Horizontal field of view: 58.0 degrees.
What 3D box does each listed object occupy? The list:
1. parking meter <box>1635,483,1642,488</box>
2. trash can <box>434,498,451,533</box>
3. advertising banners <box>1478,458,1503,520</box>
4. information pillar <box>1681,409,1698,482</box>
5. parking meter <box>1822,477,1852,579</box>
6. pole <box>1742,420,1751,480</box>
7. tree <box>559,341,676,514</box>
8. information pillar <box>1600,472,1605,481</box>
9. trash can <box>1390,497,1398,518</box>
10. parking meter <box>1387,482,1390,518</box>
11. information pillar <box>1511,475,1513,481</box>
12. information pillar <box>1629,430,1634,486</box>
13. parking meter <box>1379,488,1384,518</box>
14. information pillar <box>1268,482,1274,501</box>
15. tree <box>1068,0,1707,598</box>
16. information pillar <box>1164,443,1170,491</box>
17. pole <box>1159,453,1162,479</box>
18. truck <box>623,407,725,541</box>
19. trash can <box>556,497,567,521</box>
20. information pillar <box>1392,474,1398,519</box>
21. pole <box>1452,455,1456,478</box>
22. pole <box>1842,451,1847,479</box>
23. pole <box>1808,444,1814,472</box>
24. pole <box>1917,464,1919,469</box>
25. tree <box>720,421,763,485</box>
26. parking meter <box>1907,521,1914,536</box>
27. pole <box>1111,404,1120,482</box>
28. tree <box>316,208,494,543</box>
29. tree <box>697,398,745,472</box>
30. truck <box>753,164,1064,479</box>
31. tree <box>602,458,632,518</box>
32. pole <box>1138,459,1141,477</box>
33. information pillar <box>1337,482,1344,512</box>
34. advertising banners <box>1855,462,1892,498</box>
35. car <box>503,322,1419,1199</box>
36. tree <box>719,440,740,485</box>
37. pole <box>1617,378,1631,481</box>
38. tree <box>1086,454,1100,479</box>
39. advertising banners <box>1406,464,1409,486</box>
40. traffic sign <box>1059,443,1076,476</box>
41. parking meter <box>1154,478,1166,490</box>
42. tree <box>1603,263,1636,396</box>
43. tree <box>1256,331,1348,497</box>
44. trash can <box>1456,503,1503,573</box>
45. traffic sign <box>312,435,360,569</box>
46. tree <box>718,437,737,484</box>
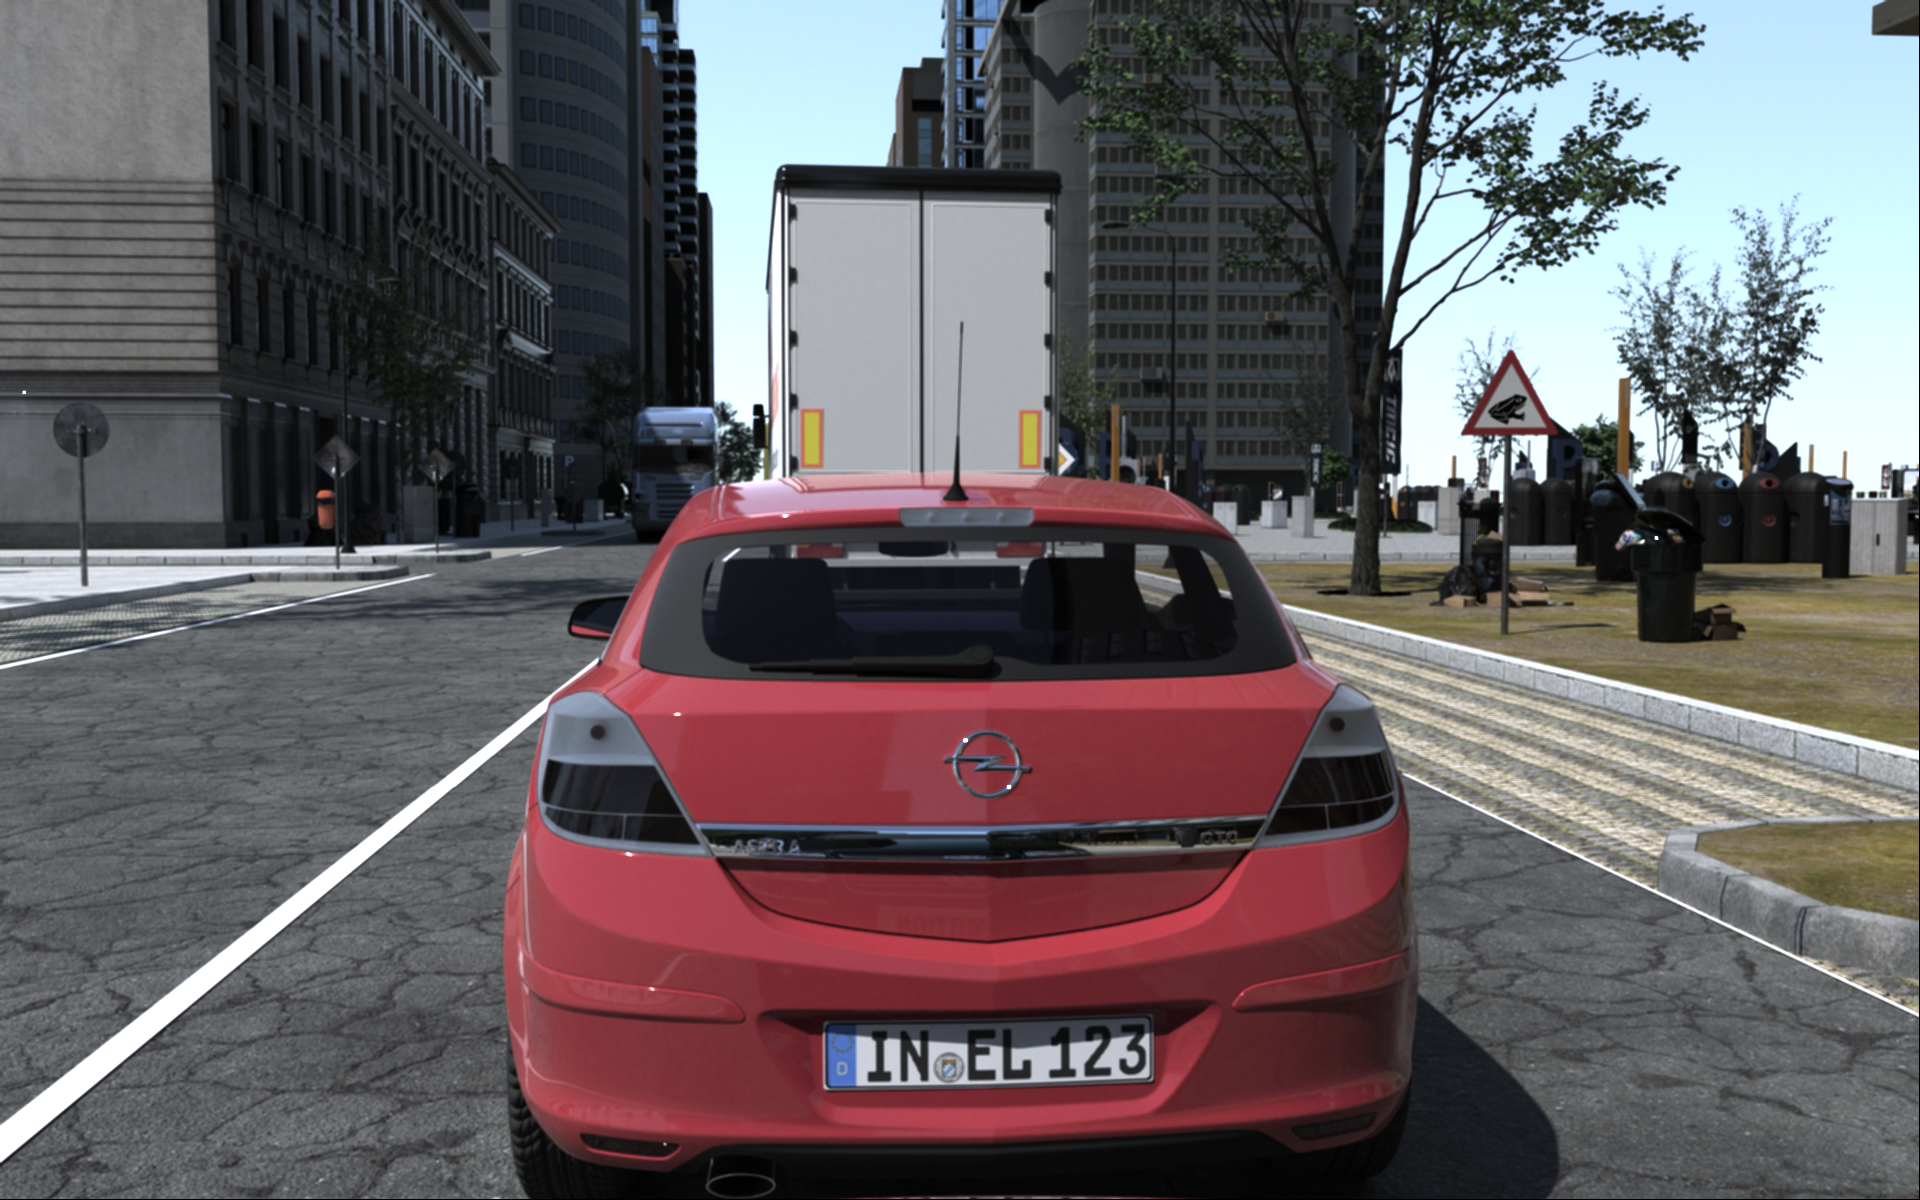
[{"bbox_3d":[37.027,-5.427,94.440,0.399,1.863,0.255,2,4,26],"label":"parking meter"},{"bbox_3d":[-17.028,-2.755,56.695,0.748,1.137,0.748,0,3,0],"label":"trash can"},{"bbox_3d":[25.570,-5.292,82.707,0.090,3.025,2.074,-3,4,-37],"label":"advertising banners"},{"bbox_3d":[20.022,-3.439,47.579,0.504,3.616,0.183,-1,4,-21],"label":"information pillar"},{"bbox_3d":[13.339,-1.097,26.342,0.372,1.533,0.369,0,3,0],"label":"parking meter"},{"bbox_3d":[21.548,-3.280,47.467,0.158,3.312,0.155,0,3,0],"label":"pole"},{"bbox_3d":[-20.264,-10.402,104.492,8.767,10.594,7.601,1,4,18],"label":"tree"},{"bbox_3d":[21.160,-3.238,57.440,0.304,2.012,0.304,-1,4,-11],"label":"information pillar"},{"bbox_3d":[22.254,-4.732,89.025,0.748,1.137,0.748,0,3,0],"label":"trash can"},{"bbox_3d":[21.204,-4.914,86.049,0.255,1.863,0.399,2,4,25],"label":"parking meter"},{"bbox_3d":[21.584,-3.869,67.752,0.304,2.012,0.304,0,4,6],"label":"information pillar"},{"bbox_3d":[21.703,-3.979,56.411,0.183,3.616,0.504,-2,4,-26],"label":"information pillar"},{"bbox_3d":[16.346,-3.595,67.183,0.372,1.533,0.369,0,3,0],"label":"parking meter"},{"bbox_3d":[19.489,-6.360,108.485,0.304,2.012,0.304,0,4,-3],"label":"information pillar"},{"bbox_3d":[5.066,-5.856,21.506,9.928,11.665,9.643,0,3,0],"label":"tree"},{"bbox_3d":[9.482,-5.376,79.246,0.183,3.616,0.504,-2,4,-25],"label":"information pillar"},{"bbox_3d":[10.019,-5.678,86.681,0.158,3.312,0.155,0,3,0],"label":"pole"},{"bbox_3d":[-9.222,-4.261,59.429,2.967,4.110,18.799,0,4,-5],"label":"truck"},{"bbox_3d":[-19.178,-4.412,83.787,0.748,1.137,0.748,0,3,0],"label":"trash can"},{"bbox_3d":[19.933,-5.381,79.336,0.183,3.616,0.504,0,4,-7],"label":"information pillar"},{"bbox_3d":[26.100,-5.977,91.562,0.158,3.312,0.155,0,3,0],"label":"pole"},{"bbox_3d":[41.853,-5.391,81.991,0.158,3.312,0.155,0,3,0],"label":"pole"},{"bbox_3d":[34.846,-4.717,70.967,0.158,3.312,0.155,0,3,0],"label":"pole"},{"bbox_3d":[64.031,-7.459,115.799,0.158,3.312,0.155,0,3,0],"label":"pole"},{"bbox_3d":[-33.797,-21.426,268.437,7.486,12.596,7.792,0,3,0],"label":"tree"},{"bbox_3d":[29.020,-2.889,52.939,0.399,1.863,0.255,0,3,0],"label":"parking meter"},{"bbox_3d":[3.531,-2.783,39.346,0.158,3.312,0.155,0,3,0],"label":"pole"},{"bbox_3d":[-14.626,-5.832,45.711,4.737,8.622,4.395,0,3,0],"label":"tree"},{"bbox_3d":[-26.869,-16.015,187.606,9.928,11.665,9.643,0,3,0],"label":"tree"},{"bbox_3d":[-1.008,-1.928,20.440,2.839,4.237,11.283,0,4,-7],"label":"truck"},{"bbox_3d":[-18.664,-6.018,92.988,1.663,3.219,1.824,0,3,0],"label":"tree"},{"bbox_3d":[10.346,-6.510,100.285,0.158,3.312,0.155,0,3,0],"label":"pole"},{"bbox_3d":[23.151,-6.167,105.317,0.304,2.012,0.304,-3,4,-39],"label":"information pillar"},{"bbox_3d":[54.955,-6.611,104.275,0.090,3.025,2.074,-2,4,-34],"label":"advertising banners"},{"bbox_3d":[-0.117,0.245,5.041,2.155,1.783,4.494,0,4,-4],"label":"car"},{"bbox_3d":[-30.001,-16.580,221.452,4.737,8.622,4.395,0,3,0],"label":"tree"},{"bbox_3d":[11.693,-2.245,30.553,0.158,3.312,0.155,0,3,0],"label":"pole"},{"bbox_3d":[5.338,-4.203,63.326,1.663,3.219,1.824,0,3,0],"label":"tree"},{"bbox_3d":[25.733,-6.363,100.219,0.090,3.025,2.074,2,4,26],"label":"advertising banners"},{"bbox_3d":[1.642,-1.645,30.541,0.795,2.450,0.064,0,4,-5],"label":"traffic sign"},{"bbox_3d":[7.326,-3.532,63.458,0.399,1.863,0.255,-2,4,-26],"label":"parking meter"},{"bbox_3d":[20.994,-6.159,51.065,4.360,8.622,3.978,0,3,0],"label":"tree"},{"bbox_3d":[15.548,-7.753,77.128,4.360,8.622,3.978,0,3,0],"label":"tree"},{"bbox_3d":[8.467,-1.014,28.234,0.748,1.137,0.748,0,3,0],"label":"trash can"},{"bbox_3d":[-10.606,-1.580,29.480,0.795,2.450,0.064,0,4,-5],"label":"traffic sign"},{"bbox_3d":[-28.662,-15.700,207.062,4.360,8.622,3.978,0,3,0],"label":"tree"}]
